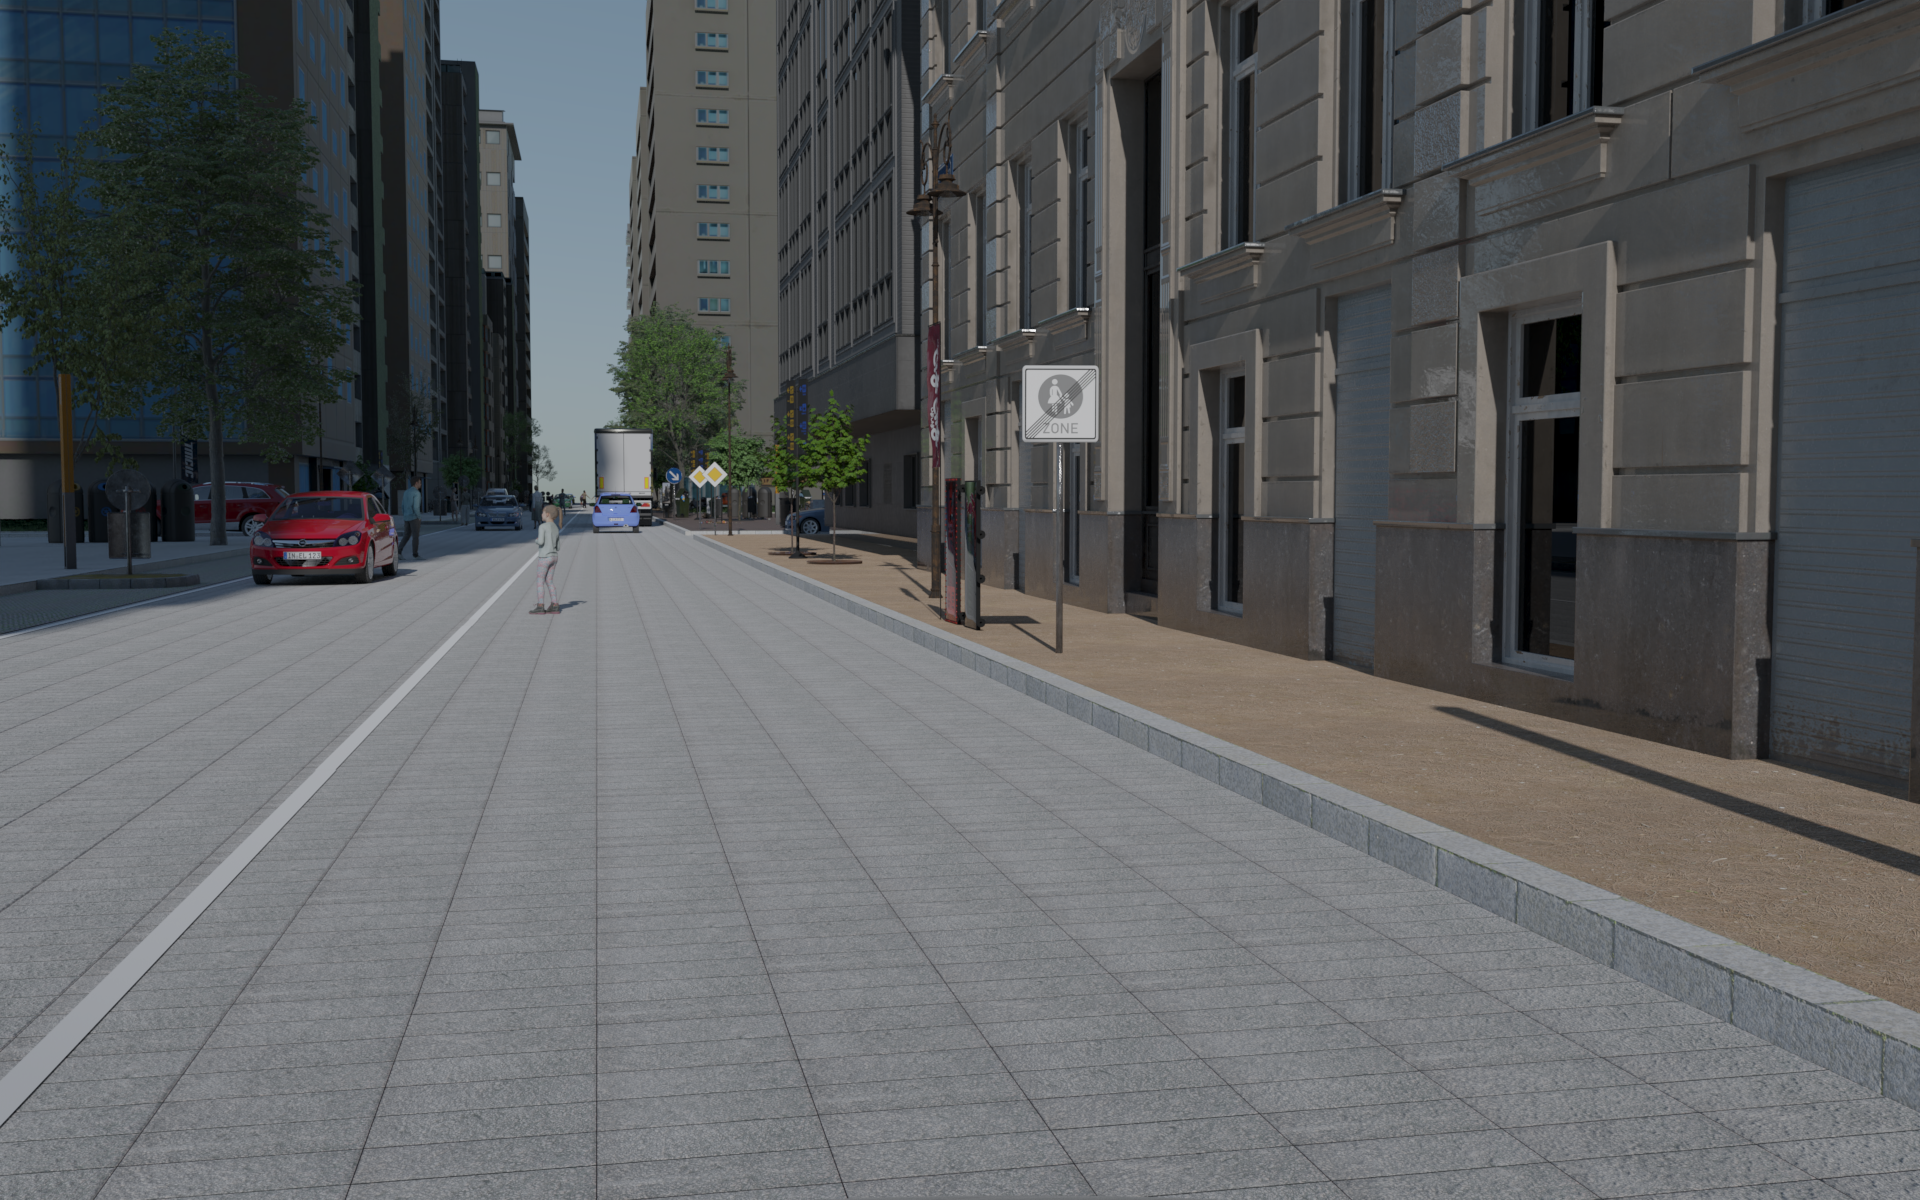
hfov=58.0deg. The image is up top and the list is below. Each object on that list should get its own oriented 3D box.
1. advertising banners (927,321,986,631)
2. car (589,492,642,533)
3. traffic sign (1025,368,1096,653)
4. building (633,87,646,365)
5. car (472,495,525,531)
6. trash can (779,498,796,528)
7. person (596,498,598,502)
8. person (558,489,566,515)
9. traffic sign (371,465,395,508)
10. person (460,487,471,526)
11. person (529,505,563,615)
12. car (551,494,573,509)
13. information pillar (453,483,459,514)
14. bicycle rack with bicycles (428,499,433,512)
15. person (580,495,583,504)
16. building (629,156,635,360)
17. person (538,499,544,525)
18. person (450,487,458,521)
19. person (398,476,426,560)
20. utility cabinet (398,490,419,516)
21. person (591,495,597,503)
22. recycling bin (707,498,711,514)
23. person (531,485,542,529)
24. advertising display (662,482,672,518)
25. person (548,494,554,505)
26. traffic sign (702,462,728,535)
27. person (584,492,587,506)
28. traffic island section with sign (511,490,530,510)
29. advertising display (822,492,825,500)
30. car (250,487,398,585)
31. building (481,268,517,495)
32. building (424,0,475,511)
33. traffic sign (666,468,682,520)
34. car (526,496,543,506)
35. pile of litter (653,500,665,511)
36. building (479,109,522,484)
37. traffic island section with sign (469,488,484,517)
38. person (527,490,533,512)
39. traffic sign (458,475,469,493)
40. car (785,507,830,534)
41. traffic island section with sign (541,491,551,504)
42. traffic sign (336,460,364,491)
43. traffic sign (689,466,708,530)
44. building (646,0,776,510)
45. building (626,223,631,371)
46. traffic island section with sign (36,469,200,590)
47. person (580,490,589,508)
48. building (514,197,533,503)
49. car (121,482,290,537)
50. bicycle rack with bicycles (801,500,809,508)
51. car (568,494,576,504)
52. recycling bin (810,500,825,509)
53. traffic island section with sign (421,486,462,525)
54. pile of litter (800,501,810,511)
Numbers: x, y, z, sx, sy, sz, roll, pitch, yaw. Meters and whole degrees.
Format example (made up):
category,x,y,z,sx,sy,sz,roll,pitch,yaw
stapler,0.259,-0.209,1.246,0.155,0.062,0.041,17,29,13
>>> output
category,x,y,z,sx,sy,sz,roll,pitch,yaw
advertising banners,-0.064,-1.278,17.087,0.090,3.025,2.074,-1,4,-14
car,-12.802,-3.352,64.397,1.945,1.707,3.694,-1,4,-12
traffic sign,0.799,-0.719,13.891,0.606,2.300,0.079,0,4,-2
building,-26.115,-35.238,199.845,21.300,48.544,21.600,-1,4,-12
car,-18.394,-3.495,69.150,2.014,1.417,4.499,-1,4,-13
trash can,-6.543,-3.322,65.966,0.748,1.137,0.748,0,3,0
person,-26.359,-7.223,126.689,0.616,1.811,0.778,-3,4,-37
person,-26.734,-6.583,116.320,0.511,1.800,0.466,0,4,-3
traffic sign,-19.755,-3.406,59.325,0.795,2.450,0.064,-1,4,-12
person,-22.371,-4.235,78.293,0.362,1.759,0.519,3,5,43
person,-4.951,-0.482,20.663,0.394,1.301,0.425,0,4,5
car,-38.773,-9.601,168.775,2.131,1.459,4.920,-1,4,-11
information pillar,-32.131,-6.477,110.385,0.304,2.012,0.304,-2,4,-26
bicycle rack with bicycles,-37.247,-6.667,122.392,2.925,0.926,2.852,-3,5,-42
person,-43.514,-11.466,199.209,0.421,1.427,0.697,0,4,3
building,-34.218,-37.580,238.140,21.300,48.544,21.600,-1,4,-12
person,-19.171,-4.154,79.011,0.503,1.515,0.523,-3,4,-39
person,-24.812,-4.665,85.105,0.374,1.781,0.599,-3,4,-36
person,-11.964,-1.781,37.632,0.660,1.820,0.620,3,4,36
utility cabinet,-32.549,-5.721,102.210,1.173,1.500,0.318,-1,4,-22
person,-33.297,-9.194,158.803,0.705,1.826,1.348,2,4,25
recycling bin,-15.621,-5.965,110.084,0.722,1.027,0.722,1,4,20
person,-17.316,-3.809,71.000,0.478,1.798,0.641,-2,4,-29
advertising display,-15.586,-5.320,92.198,0.123,1.923,0.974,-2,4,-35
person,-41.171,-9.956,174.505,0.697,1.427,0.421,3,5,41
traffic sign,-7.595,-3.061,53.685,0.795,2.450,0.064,-1,4,-12
person,-44.045,-11.870,203.504,0.436,1.711,0.756,-1,4,-18
traffic island section with sign,-40.299,-9.087,157.197,1.989,1.847,2.006,-1,4,-12
advertising display,-7.519,-5.775,99.633,0.974,1.923,0.123,-3,4,-38
car,-10.540,-1.213,28.878,2.155,1.783,4.494,-1,4,-10
building,-64.220,-27.465,220.748,14.160,30.474,14.107,-1,4,-12
building,-50.393,-42.867,139.125,20.563,71.187,20.611,-1,4,-12
traffic sign,-13.890,-5.143,84.191,0.768,2.556,0.104,-1,4,-10
car,-48.790,-11.422,198.754,2.014,1.417,4.499,-1,4,-10
pile of litter,-23.310,-7.261,132.675,1.719,0.858,1.176,1,4,14
building,-75.394,-39.737,238.946,28.713,52.752,27.495,-1,4,-12
traffic island section with sign,-30.030,-6.089,108.181,1.989,1.847,2.006,-1,4,-12
person,-34.699,-8.020,140.344,1.217,1.735,0.721,3,5,40
traffic sign,-33.804,-7.210,117.988,0.768,2.556,0.104,-1,4,-10
car,-3.751,-2.904,59.477,4.499,1.417,2.014,-1,4,-11
traffic island section with sign,-62.671,-15.613,263.901,1.989,1.847,2.006,-1,4,-12
traffic sign,-18.116,-2.928,51.509,0.795,2.450,0.064,-1,4,-12
traffic sign,-9.234,-3.539,61.501,0.795,2.450,0.064,-1,4,-12
building,-16.083,-32.253,151.037,21.300,48.544,21.600,-1,4,-12
building,-42.101,-40.290,278.349,23.786,49.044,30.456,-1,4,-12
traffic island section with sign,-12.968,-1.114,26.849,1.989,1.847,2.006,-1,4,-12
person,-38.409,-10.317,177.200,1.348,1.823,0.705,2,4,26
building,-76.927,-39.195,264.533,21.300,48.544,21.600,-1,4,-12
car,-23.615,-2.811,54.628,5.304,1.827,2.281,-1,4,-10
bicycle rack with bicycles,-9.353,-6.126,113.545,2.852,0.926,2.925,0,4,-3
car,-55.464,-14.388,245.463,2.015,1.641,3.980,-1,4,-12
recycling bin,-6.496,-4.117,79.866,0.722,1.027,0.722,-1,4,-15
traffic island section with sign,-24.429,-4.459,81.526,1.989,1.847,2.006,-1,4,-12
pile of litter,-9.404,-5.664,106.571,1.719,0.858,1.176,2,4,30
